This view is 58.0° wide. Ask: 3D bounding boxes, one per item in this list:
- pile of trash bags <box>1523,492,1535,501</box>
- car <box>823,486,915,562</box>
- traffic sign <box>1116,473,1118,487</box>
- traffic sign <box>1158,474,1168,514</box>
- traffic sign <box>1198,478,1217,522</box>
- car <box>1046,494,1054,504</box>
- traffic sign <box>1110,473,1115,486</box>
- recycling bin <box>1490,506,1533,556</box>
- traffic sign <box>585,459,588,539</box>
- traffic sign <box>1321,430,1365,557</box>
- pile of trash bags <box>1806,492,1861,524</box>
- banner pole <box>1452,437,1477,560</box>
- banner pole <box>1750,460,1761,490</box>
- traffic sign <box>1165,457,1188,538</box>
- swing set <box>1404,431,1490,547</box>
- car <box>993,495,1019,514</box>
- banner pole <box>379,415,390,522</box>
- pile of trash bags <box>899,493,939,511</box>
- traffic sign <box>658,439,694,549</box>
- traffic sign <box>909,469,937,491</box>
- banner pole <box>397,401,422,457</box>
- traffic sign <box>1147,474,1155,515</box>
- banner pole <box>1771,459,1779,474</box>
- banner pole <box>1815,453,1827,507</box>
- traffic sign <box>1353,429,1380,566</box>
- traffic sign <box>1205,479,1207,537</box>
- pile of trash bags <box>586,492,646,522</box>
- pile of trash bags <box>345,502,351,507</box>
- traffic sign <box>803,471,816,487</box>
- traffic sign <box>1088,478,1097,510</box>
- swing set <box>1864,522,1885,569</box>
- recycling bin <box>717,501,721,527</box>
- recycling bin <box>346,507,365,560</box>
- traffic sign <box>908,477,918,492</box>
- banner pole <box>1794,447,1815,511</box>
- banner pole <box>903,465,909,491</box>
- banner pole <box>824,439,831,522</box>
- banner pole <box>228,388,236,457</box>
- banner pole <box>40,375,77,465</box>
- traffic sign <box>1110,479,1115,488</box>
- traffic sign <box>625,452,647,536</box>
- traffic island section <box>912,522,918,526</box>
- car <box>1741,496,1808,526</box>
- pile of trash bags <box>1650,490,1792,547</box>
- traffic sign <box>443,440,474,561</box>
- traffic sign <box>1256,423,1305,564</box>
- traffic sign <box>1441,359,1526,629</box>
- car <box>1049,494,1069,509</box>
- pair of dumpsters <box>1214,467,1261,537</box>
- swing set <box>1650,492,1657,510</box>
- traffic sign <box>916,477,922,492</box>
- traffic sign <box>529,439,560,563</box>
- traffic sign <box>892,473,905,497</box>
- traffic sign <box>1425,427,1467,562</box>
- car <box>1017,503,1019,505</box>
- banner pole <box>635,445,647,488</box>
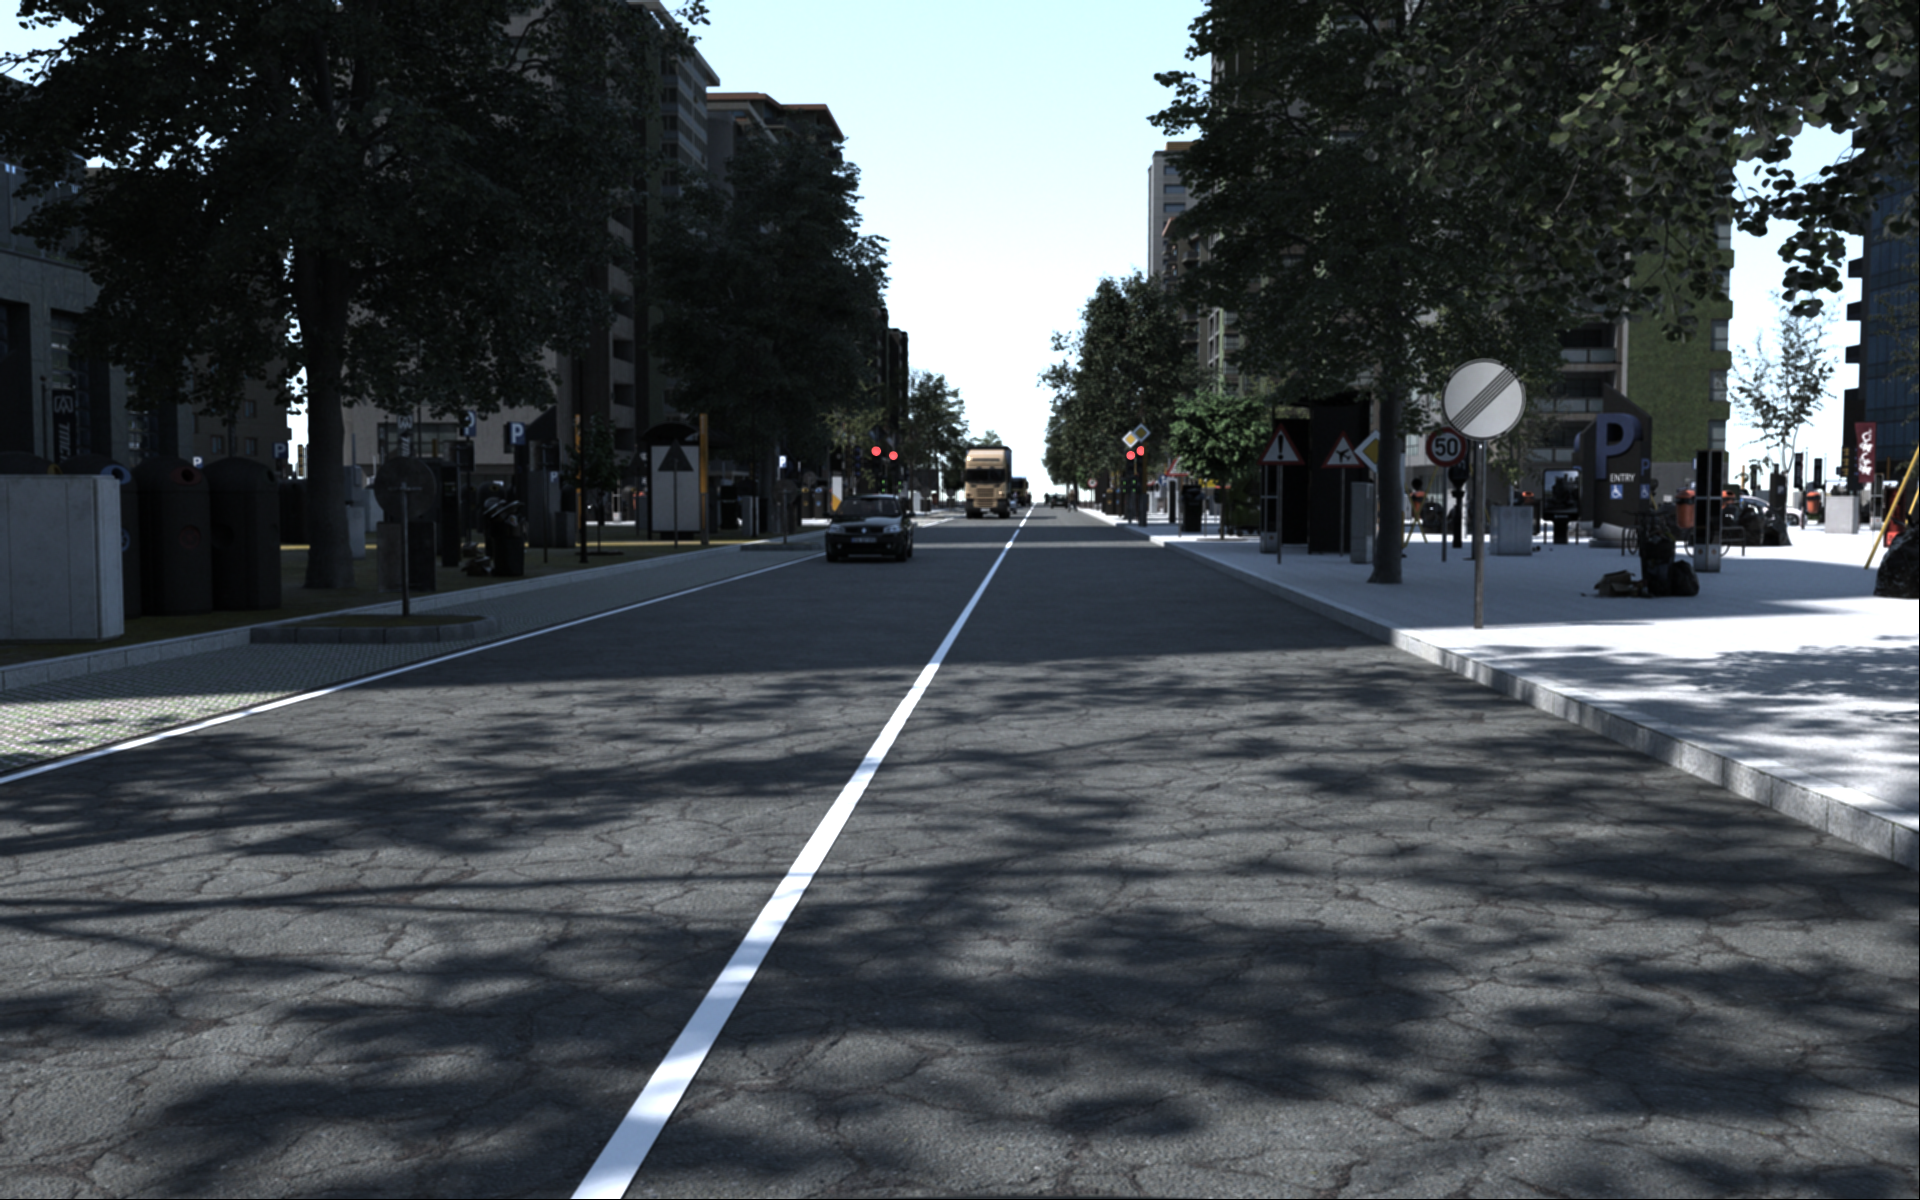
[{"bbox_3d":[23.517,-4.060,76.129,3.447,1.369,1.912,0,3,0],"label":"pile of trash bags"},{"bbox_3d":[-1.954,-1.723,37.960,2.009,1.686,4.222,0,4,1],"label":"car"},{"bbox_3d":[14.034,-9.209,144.444,2.265,3.308,0.079,0,4,4],"label":"traffic sign"},{"bbox_3d":[13.082,-6.786,111.060,0.768,2.556,0.104,1,4,10],"label":"traffic sign"},{"bbox_3d":[11.868,-5.153,78.120,2.265,3.308,0.079,1,4,10],"label":"traffic sign"},{"bbox_3d":[13.519,-14.797,253.730,2.131,1.459,4.920,0,4,2],"label":"car"},{"bbox_3d":[13.413,-9.625,151.249,2.265,3.308,0.079,0,4,3],"label":"traffic sign"},{"bbox_3d":[11.589,-1.460,36.417,0.722,1.027,0.722,0,4,3],"label":"recycling bin"},{"bbox_3d":[-10.746,-3.025,49.560,0.768,2.556,0.104,1,4,12],"label":"traffic sign"},{"bbox_3d":[7.804,-2.162,35.355,0.884,2.594,0.081,0,4,5],"label":"traffic sign"},{"bbox_3d":[38.130,-4.002,75.181,3.447,1.369,1.912,-1,4,-21],"label":"pile of trash bags"},{"bbox_3d":[9.936,-2.686,33.932,0.401,3.779,0.863,-2,4,-24],"label":"banner pole"},{"bbox_3d":[58.165,-8.352,126.568,0.863,3.779,0.401,3,4,39],"label":"banner pole"},{"bbox_3d":[6.492,-3.124,51.079,0.884,2.594,0.081,1,4,11],"label":"traffic sign"},{"bbox_3d":[11.533,-2.801,43.410,2.862,2.851,3.119,-1,4,-22],"label":"swing set"},{"bbox_3d":[3.277,-7.030,126.942,2.014,1.417,4.499,0,4,1],"label":"car"},{"bbox_3d":[-18.130,-3.949,54.582,0.401,3.779,0.863,0,4,4],"label":"banner pole"},{"bbox_3d":[-3.416,-7.884,138.649,3.447,1.369,1.912,0,4,3],"label":"pile of trash bags"},{"bbox_3d":[-6.678,-2.487,40.669,0.884,2.594,0.081,1,4,10],"label":"traffic sign"},{"bbox_3d":[-3.018,-8.956,140.311,2.265,3.308,0.079,1,4,9],"label":"traffic sign"},{"bbox_3d":[-14.495,-3.413,45.814,0.863,3.779,0.401,-3,5,-41],"label":"banner pole"},{"bbox_3d":[11.787,-6.592,107.893,0.768,2.556,0.104,0,4,6],"label":"traffic sign"},{"bbox_3d":[58.348,-8.204,124.147,0.401,3.779,0.863,-2,4,-27],"label":"banner pole"},{"bbox_3d":[52.515,-7.075,105.686,0.863,3.779,0.401,1,4,22],"label":"banner pole"},{"bbox_3d":[7.366,-1.808,30.754,0.795,2.450,0.064,0,4,5],"label":"traffic sign"},{"bbox_3d":[7.373,-3.108,51.998,0.795,2.450,0.064,1,4,10],"label":"traffic sign"},{"bbox_3d":[-15.941,-4.309,80.206,3.447,1.369,1.912,2,4,28],"label":"pile of trash bags"},{"bbox_3d":[-23.198,-3.177,61.696,3.447,1.369,1.912,-2,4,-33],"label":"pile of trash bags"},{"bbox_3d":[-8.416,-5.923,96.939,0.768,2.556,0.104,0,4,4],"label":"traffic sign"},{"bbox_3d":[10.451,-8.352,136.666,0.768,2.556,0.104,1,4,11],"label":"traffic sign"},{"bbox_3d":[17.488,-1.915,28.925,3.119,2.851,2.862,-1,4,-23],"label":"swing set"},{"bbox_3d":[-9.132,-3.377,67.774,0.722,1.027,0.722,0,3,0],"label":"recycling bin"},{"bbox_3d":[-12.190,-1.315,34.048,0.722,1.027,0.722,3,5,44],"label":"recycling bin"},{"bbox_3d":[-3.486,-7.864,128.678,0.768,2.556,0.104,1,4,11],"label":"traffic sign"},{"bbox_3d":[44.706,-6.239,92.017,0.401,3.779,0.863,-3,5,-43],"label":"banner pole"},{"bbox_3d":[-4.585,-9.661,147.972,0.863,3.779,0.401,1,4,20],"label":"banner pole"},{"bbox_3d":[-6.021,-5.472,79.485,0.401,3.779,0.863,0,3,0],"label":"banner pole"},{"bbox_3d":[-14.582,-2.735,34.730,0.401,3.779,0.863,-2,4,-31],"label":"banner pole"},{"bbox_3d":[-19.036,-2.845,36.537,0.863,3.779,0.401,-1,4,-8],"label":"banner pole"},{"bbox_3d":[12.909,-9.094,148.694,0.884,2.594,0.081,0,4,5],"label":"traffic sign"},{"bbox_3d":[-9.897,-3.250,53.140,0.884,2.594,0.081,1,4,11],"label":"traffic sign"},{"bbox_3d":[-2.949,-3.345,76.971,2.009,0.180,2.903,0,4,3],"label":"traffic island section"},{"bbox_3d":[32.475,-3.626,71.647,4.827,1.381,2.083,0,4,4],"label":"car"},{"bbox_3d":[18.823,-2.017,42.729,3.447,1.369,1.912,-2,4,-32],"label":"pile of trash bags"},{"bbox_3d":[-9.538,-1.887,32.977,0.606,2.300,0.079,0,4,5],"label":"traffic sign"},{"bbox_3d":[5.863,-1.940,31.728,0.884,2.594,0.081,1,4,9],"label":"traffic sign"},{"bbox_3d":[4.941,-0.998,16.429,0.768,2.556,0.104,1,4,12],"label":"traffic sign"},{"bbox_3d":[9.920,-9.977,172.916,2.009,1.686,4.222,0,4,2],"label":"car"},{"bbox_3d":[8.828,-3.117,53.455,1.574,2.255,4.437,0,4,3],"label":"pair of dumpsters"},{"bbox_3d":[24.047,-4.051,63.851,2.862,2.851,3.119,0,4,-6],"label":"swing set"},{"bbox_3d":[-3.360,-8.182,133.777,0.884,2.594,0.081,1,4,8],"label":"traffic sign"},{"bbox_3d":[-7.703,-1.836,32.149,0.606,2.300,0.079,1,4,10],"label":"traffic sign"},{"bbox_3d":[-3.731,-6.387,104.540,0.768,2.556,0.104,0,4,7],"label":"traffic sign"},{"bbox_3d":[9.189,-2.000,32.798,0.768,2.556,0.104,1,4,9],"label":"traffic sign"},{"bbox_3d":[6.844,-13.287,227.465,2.015,1.641,3.980,0,4,3],"label":"car"},{"bbox_3d":[-16.141,-5.973,87.681,0.863,3.779,0.401,-1,4,-10],"label":"banner pole"}]
